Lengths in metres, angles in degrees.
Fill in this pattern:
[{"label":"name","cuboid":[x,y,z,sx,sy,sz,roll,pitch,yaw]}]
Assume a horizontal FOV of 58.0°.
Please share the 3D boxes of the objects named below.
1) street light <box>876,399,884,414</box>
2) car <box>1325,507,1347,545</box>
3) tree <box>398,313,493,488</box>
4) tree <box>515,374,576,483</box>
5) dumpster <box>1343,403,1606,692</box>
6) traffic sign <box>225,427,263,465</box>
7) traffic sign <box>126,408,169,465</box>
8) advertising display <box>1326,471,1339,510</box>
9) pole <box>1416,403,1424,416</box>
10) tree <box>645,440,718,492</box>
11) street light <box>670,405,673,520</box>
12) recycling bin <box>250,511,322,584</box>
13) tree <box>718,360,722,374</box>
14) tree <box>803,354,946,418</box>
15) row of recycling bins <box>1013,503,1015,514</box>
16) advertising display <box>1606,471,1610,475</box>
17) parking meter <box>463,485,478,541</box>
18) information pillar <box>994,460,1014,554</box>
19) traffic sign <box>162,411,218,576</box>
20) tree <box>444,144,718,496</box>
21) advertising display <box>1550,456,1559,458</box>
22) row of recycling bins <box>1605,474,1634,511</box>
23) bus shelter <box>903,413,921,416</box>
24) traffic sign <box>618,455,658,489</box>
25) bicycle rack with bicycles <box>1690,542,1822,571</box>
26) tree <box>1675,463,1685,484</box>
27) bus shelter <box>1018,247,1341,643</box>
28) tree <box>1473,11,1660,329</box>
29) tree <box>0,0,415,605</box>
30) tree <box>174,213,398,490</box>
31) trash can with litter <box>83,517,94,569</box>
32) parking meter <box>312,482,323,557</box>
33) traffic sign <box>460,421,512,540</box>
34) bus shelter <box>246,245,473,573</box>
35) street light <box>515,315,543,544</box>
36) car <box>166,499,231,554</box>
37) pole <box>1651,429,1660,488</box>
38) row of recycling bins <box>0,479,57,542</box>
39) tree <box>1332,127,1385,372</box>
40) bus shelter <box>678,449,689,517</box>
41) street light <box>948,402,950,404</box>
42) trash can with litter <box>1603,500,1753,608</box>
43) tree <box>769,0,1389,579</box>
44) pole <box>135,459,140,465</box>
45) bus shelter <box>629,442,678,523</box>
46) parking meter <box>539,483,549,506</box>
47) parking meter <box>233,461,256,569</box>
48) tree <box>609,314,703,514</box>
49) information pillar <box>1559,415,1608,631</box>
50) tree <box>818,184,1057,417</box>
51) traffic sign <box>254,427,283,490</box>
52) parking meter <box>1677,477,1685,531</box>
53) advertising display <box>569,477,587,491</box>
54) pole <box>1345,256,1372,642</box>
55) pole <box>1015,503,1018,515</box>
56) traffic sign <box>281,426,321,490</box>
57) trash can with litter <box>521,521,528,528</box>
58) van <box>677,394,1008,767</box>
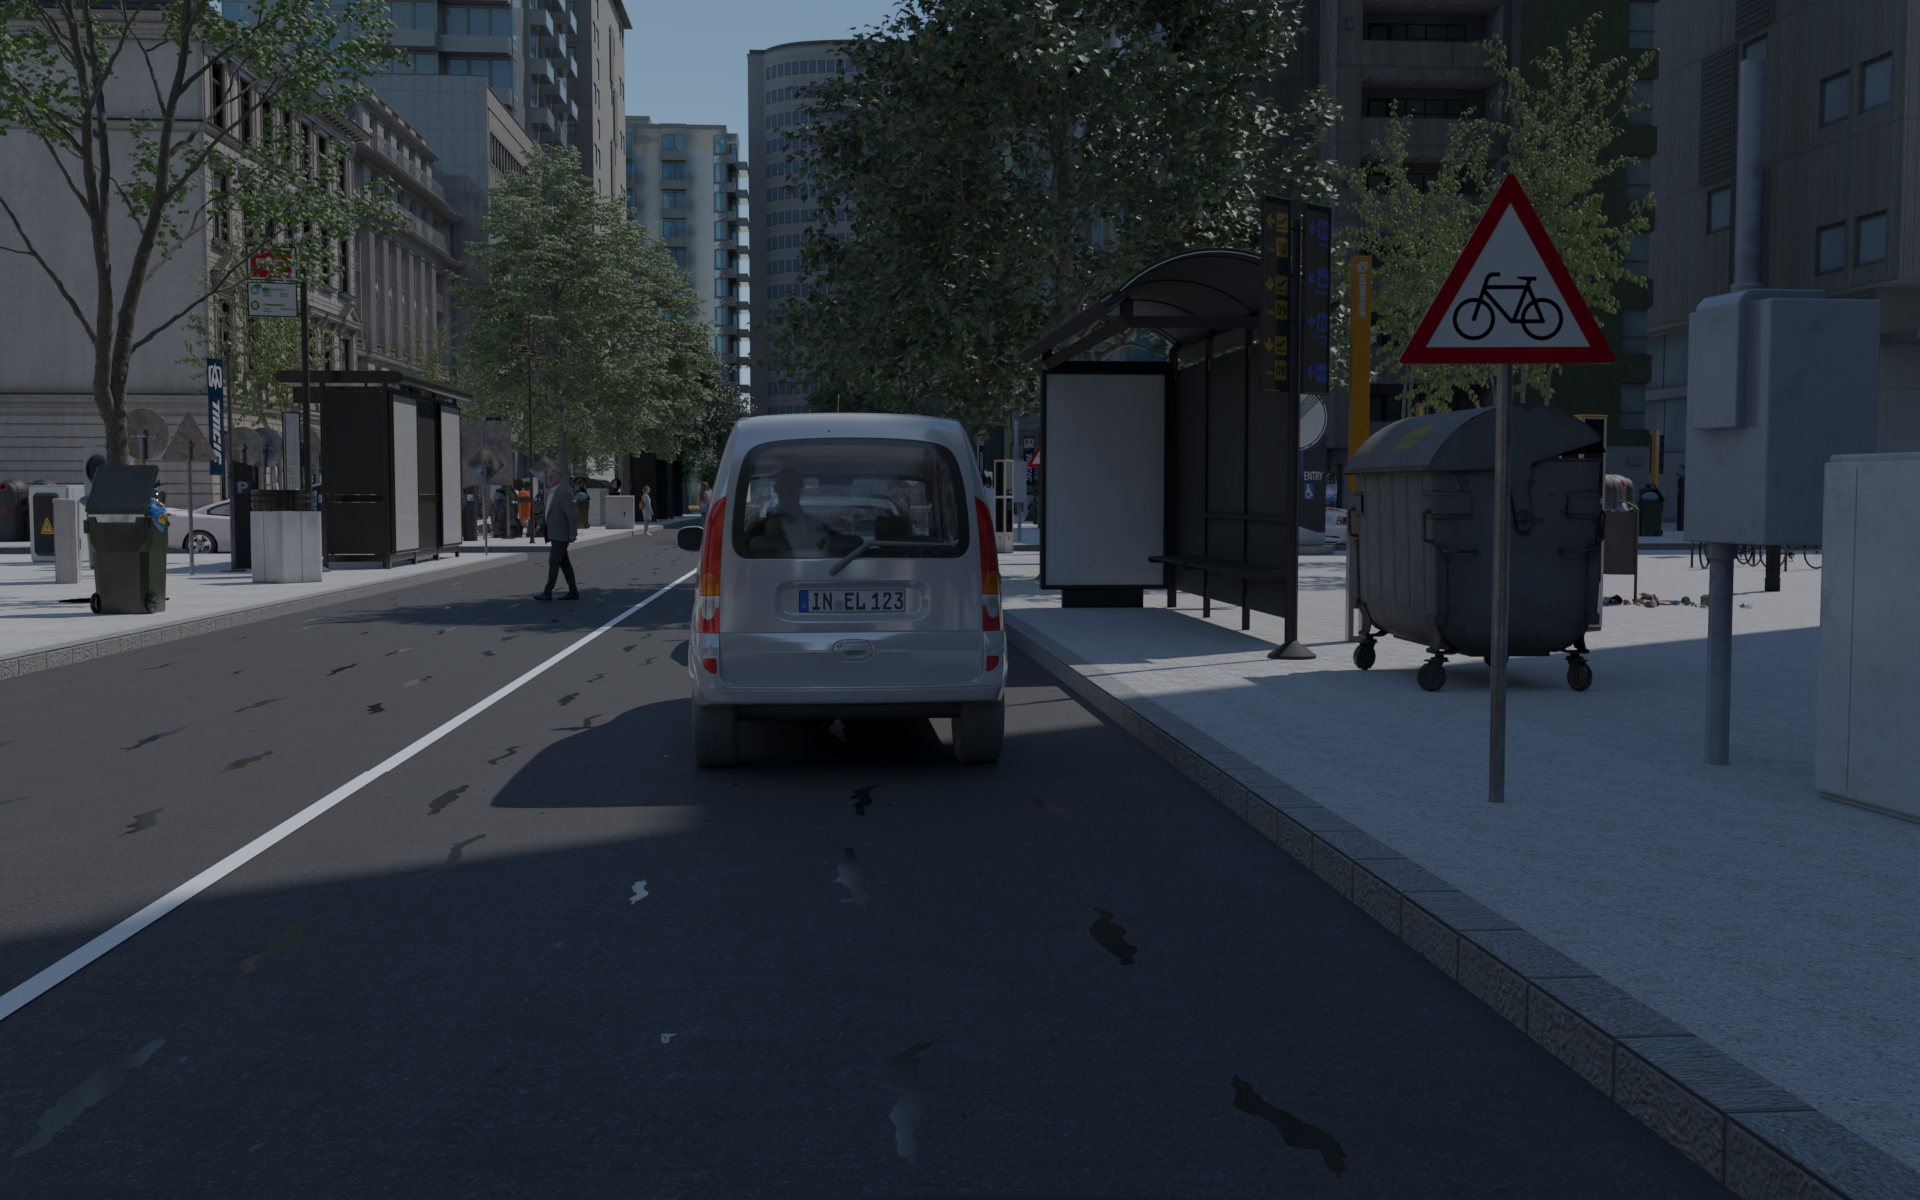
[{"label":"street light","cuboid":[-3.612,-6.401,77.440,0.468,5.910,1.993,0,4,-5]},{"label":"car","cuboid":[11.153,-1.790,41.629,4.827,1.381,2.083,0,4,-4]},{"label":"tree","cuboid":[-21.360,-7.397,71.301,4.737,8.622,4.395,0,3,0]},{"label":"tree","cuboid":[-23.712,-9.189,100.597,4.360,8.622,3.978,0,3,0]},{"label":"dumpster","cuboid":[3.515,-0.377,11.927,1.264,1.857,1.865,0,4,-5]},{"label":"traffic sign","cuboid":[-13.550,-1.996,32.735,0.768,2.556,0.104,0,4,4]},{"label":"traffic sign","cuboid":[-12.142,-1.569,25.760,0.768,2.556,0.104,0,4,3]},{"label":"advertising display","cuboid":[10.091,-2.641,48.387,0.974,1.923,0.123,2,4,24]},{"label":"pole","cuboid":[10.297,-2.752,38.842,0.158,3.312,0.155,0,3,0]},{"label":"tree","cuboid":[-16.968,-7.138,100.420,4.285,4.588,4.351,0,3,0]},{"label":"street light","cuboid":[-14.547,-6.991,87.090,0.468,5.910,1.993,0,4,-5]},{"label":"recycling bin","cuboid":[-9.780,-0.770,25.150,0.722,1.027,0.722,2,4,35]},{"label":"tree","cuboid":[-13.512,-9.414,72.039,7.486,12.596,7.792,0,3,0]},{"label":"tree","cuboid":[-4.591,-11.619,96.627,9.857,13.997,8.962,0,3,0]},{"label":"row of recycling bins","cuboid":[2.319,-6.330,110.604,1.069,1.692,3.534,-2,4,-34]},{"label":"advertising display","cuboid":[18.163,-2.709,49.499,0.123,1.923,0.974,-1,4,-22]},{"label":"parking meter","cuboid":[-13.340,-2.370,47.165,0.372,1.533,0.369,0,3,0]},{"label":"information pillar","cuboid":[0.945,-2.010,37.353,0.304,2.012,0.304,3,5,40]},{"label":"traffic sign","cuboid":[-12.102,-1.665,27.224,0.884,2.594,0.081,0,3,0]},{"label":"tree","cuboid":[-13.522,-8.504,57.163,7.486,12.596,7.792,0,3,0]},{"label":"advertising display","cuboid":[7.772,-1.128,23.660,0.974,1.923,0.123,-1,4,-12]},{"label":"row of recycling bins","cuboid":[13.084,-1.726,35.338,1.069,1.692,3.534,2,4,27]},{"label":"bus shelter","cuboid":[-2.801,-6.482,83.611,2.179,5.291,8.768,0,4,-5]},{"label":"traffic sign","cuboid":[-16.595,-5.870,89.844,2.265,3.308,0.079,0,4,-4]},{"label":"bicycle rack with bicycles","cuboid":[13.775,-1.012,29.936,2.925,0.926,2.852,-2,4,-30]},{"label":"tree","cuboid":[26.094,-4.043,60.706,1.663,3.219,1.824,0,3,0]},{"label":"bus shelter","cuboid":[1.895,-1.411,17.002,2.014,3.302,5.546,0,4,-5]},{"label":"tree","cuboid":[8.997,-4.706,27.307,4.737,8.622,4.395,0,3,0]},{"label":"tree","cuboid":[-9.900,-5.773,20.139,9.928,11.665,9.643,0,3,0]},{"label":"tree","cuboid":[-18.085,-5.810,45.357,4.737,8.622,4.395,0,3,0]},{"label":"trash can with litter","cuboid":[-14.383,-1.112,29.571,1.055,1.170,0.624,1,4,9]},{"label":"parking meter","cuboid":[-13.123,-1.650,35.389,0.372,1.533,0.369,0,3,0]},{"label":"traffic sign","cuboid":[-13.694,-3.346,48.587,2.265,3.308,0.079,0,4,3]},{"label":"bus shelter","cuboid":[-10.634,-3.251,30.792,2.179,5.291,8.768,0,4,-5]},{"label":"street light","cuboid":[-11.097,-4.402,44.760,0.468,5.910,1.993,0,4,-5]},{"label":"car","cuboid":[-15.360,-1.620,38.853,4.827,1.381,2.083,0,4,-4]},{"label":"pole","cuboid":[21.908,-3.716,54.601,0.158,3.312,0.155,0,3,0]},{"label":"row of recycling bins","cuboid":[-26.107,-2.435,46.926,3.534,1.692,1.069,0,4,3]},{"label":"tree","cuboid":[8.903,-5.059,33.085,4.737,8.622,4.395,0,3,0]},{"label":"bus shelter","cuboid":[-15.704,-6.244,93.370,1.731,3.624,6.357,0,4,-5]},{"label":"street light","cuboid":[-0.212,-3.879,36.212,0.468,5.910,1.993,0,4,-5]},{"label":"trash can with litter","cuboid":[7.899,-0.543,19.944,2.233,1.210,1.678,3,4,38]},{"label":"tree","cuboid":[1.531,-6.660,25.896,9.611,12.733,9.660,0,3,0]},{"label":"pole","cuboid":[-24.306,-3.514,51.305,0.158,3.312,0.155,0,3,0]},{"label":"bus shelter","cuboid":[-14.486,-5.499,81.199,1.731,3.624,6.357,0,4,-5]},{"label":"parking meter","cuboid":[-18.774,-4.437,78.257,0.255,1.863,0.399,3,4,37]},{"label":"parking meter","cuboid":[-12.321,-1.471,29.759,0.399,1.863,0.255,-2,4,-31]},{"label":"tree","cuboid":[-17.691,-11.835,110.512,9.611,12.733,9.660,0,3,0]},{"label":"information pillar","cuboid":[5.829,-0.719,16.256,0.304,2.012,0.304,-1,4,-22]},{"label":"tree","cuboid":[-0.384,-7.904,54.991,9.928,11.665,9.643,0,3,0]},{"label":"traffic sign","cuboid":[-13.293,-2.018,33.098,0.768,2.556,0.104,0,4,-2]},{"label":"parking meter","cuboid":[25.072,-3.328,60.124,0.255,1.863,0.399,1,4,9]},{"label":"advertising display","cuboid":[-14.463,-3.648,64.866,0.974,1.923,0.123,-2,4,-32]},{"label":"pole","cuboid":[3.445,-1.293,14.976,0.158,3.312,0.155,0,3,0]},{"label":"pole","cuboid":[3.467,-6.888,106.463,0.158,3.312,0.155,0,3,0]},{"label":"traffic sign","cuboid":[-12.335,-1.977,32.429,0.768,2.556,0.104,0,4,4]},{"label":"trash can with litter","cuboid":[-16.600,-3.273,64.906,1.055,1.170,0.624,1,4,13]},{"label":"van","cuboid":[-0.739,-0.216,10.536,2.013,2.044,4.112,0,4,-6]}]
